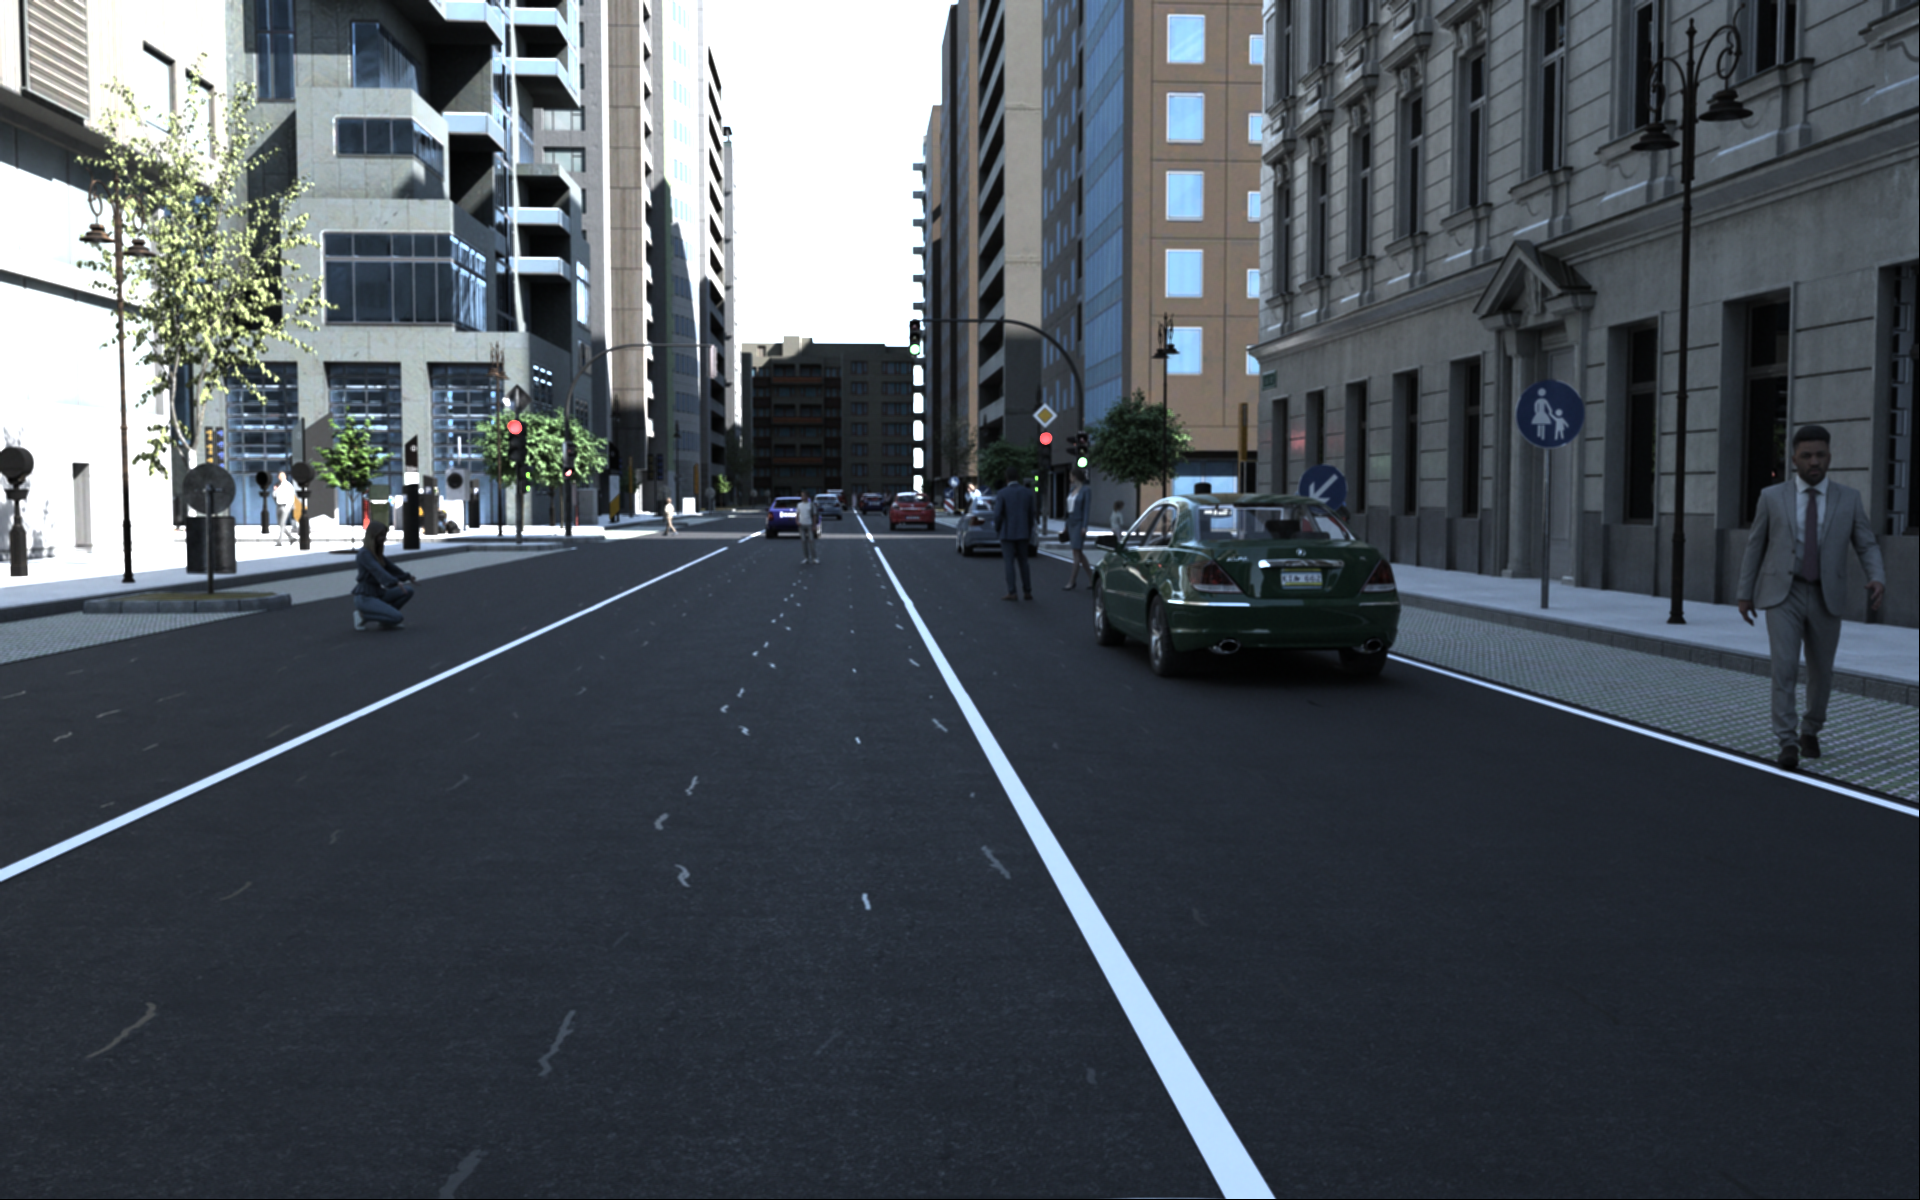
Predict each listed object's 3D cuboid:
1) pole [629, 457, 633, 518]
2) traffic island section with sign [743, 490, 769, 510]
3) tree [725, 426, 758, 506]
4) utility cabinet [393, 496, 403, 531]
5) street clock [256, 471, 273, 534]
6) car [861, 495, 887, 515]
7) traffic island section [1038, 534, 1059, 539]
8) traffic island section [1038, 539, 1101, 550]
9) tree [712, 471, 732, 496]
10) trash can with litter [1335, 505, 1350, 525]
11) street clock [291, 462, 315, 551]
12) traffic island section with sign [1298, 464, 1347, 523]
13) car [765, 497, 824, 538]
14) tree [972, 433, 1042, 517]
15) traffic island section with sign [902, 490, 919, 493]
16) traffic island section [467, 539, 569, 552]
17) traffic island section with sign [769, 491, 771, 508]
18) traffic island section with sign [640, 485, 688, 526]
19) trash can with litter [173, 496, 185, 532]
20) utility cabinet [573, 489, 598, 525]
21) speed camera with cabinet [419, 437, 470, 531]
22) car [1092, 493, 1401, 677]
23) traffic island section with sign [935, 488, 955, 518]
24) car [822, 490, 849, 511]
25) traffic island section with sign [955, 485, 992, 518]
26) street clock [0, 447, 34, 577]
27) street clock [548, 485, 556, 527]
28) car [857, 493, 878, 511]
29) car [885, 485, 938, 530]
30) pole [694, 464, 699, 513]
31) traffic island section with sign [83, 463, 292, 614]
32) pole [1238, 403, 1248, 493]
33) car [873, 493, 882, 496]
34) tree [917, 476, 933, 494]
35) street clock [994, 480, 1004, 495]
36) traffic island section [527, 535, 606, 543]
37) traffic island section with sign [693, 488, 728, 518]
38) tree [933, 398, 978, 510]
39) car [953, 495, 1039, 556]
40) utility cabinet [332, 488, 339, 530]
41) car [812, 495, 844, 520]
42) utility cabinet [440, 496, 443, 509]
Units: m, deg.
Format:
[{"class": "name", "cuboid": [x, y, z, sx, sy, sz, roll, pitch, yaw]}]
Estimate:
[{"class": "pole", "cuboid": [-17.944, -6.151, 94.419, 0.158, 3.312, 0.155, 0, 3, 0]}, {"class": "traffic island section with sign", "cuboid": [-18.300, -8.902, 154.168, 1.989, 1.847, 2.006, 0, 4, -4]}, {"class": "tree", "cuboid": [-23.656, -14.312, 184.365, 4.737, 8.622, 4.395, 0, 3, 0]}, {"class": "utility cabinet", "cuboid": [-19.314, -3.029, 60.680, 1.020, 1.237, 0.306, -3, 4, -38]}, {"class": "street clock", "cuboid": [-22.081, -3.085, 55.004, 0.471, 2.002, 0.358, 1, 4, 19]}, {"class": "car", "cuboid": [-5.950, -6.621, 120.840, 1.945, 1.354, 3.894, 0, 4, -2]}, {"class": "traffic island section", "cuboid": [2.631, -1.905, 53.428, 2.009, 0.180, 2.903, 0, 4, -4]}, {"class": "traffic island section", "cuboid": [3.159, -1.418, 45.460, 2.009, 0.180, 2.903, 0, 4, -4]}, {"class": "tree", "cuboid": [-20.291, -9.323, 147.029, 1.663, 3.219, 1.824, 0, 3, 0]}, {"class": "trash can with litter", "cuboid": [6.034, -0.988, 27.546, 0.624, 1.170, 1.055, 0, 4, -6]}, {"class": "street clock", "cuboid": [-14.894, -2.125, 39.315, 0.471, 2.002, 0.358, 1, 4, 10]}, {"class": "traffic island section with sign", "cuboid": [4.621, -0.914, 23.571, 1.989, 1.847, 2.006, 0, 4, -4]}, {"class": "car", "cuboid": [-5.506, -2.743, 57.436, 1.945, 1.354, 3.894, 0, 4, -3]}, {"class": "tree", "cuboid": [2.225, -6.692, 93.125, 4.285, 4.588, 4.351, 0, 3, 0]}, {"class": "traffic island section with sign", "cuboid": [-4.114, -8.972, 155.323, 1.989, 1.847, 2.006, 0, 4, -4]}, {"class": "traffic island section", "cuboid": [-11.351, -1.359, 44.507, 2.009, 0.180, 2.903, 0, 4, -4]}, {"class": "traffic island section with sign", "cuboid": [-20.073, -10.547, 181.065, 1.989, 1.847, 2.006, 0, 4, -4]}, {"class": "traffic island section with sign", "cuboid": [-13.206, -4.208, 77.428, 1.989, 1.847, 2.006, 0, 4, -4]}, {"class": "trash can with litter", "cuboid": [-26.755, -2.923, 58.851, 1.678, 1.210, 2.233, -1, 4, -16]}, {"class": "utility cabinet", "cuboid": [-15.453, -3.834, 71.361, 1.173, 1.500, 0.318, 2, 4, 33]}, {"class": "speed camera with cabinet", "cuboid": [-17.983, -3.998, 59.702, 2.038, 3.252, 0.660, 0, 4, 4]}, {"class": "car", "cuboid": [2.327, -0.201, 15.087, 2.131, 1.459, 4.920, 0, 4, -5]}, {"class": "traffic island section with sign", "cuboid": [-0.831, -5.941, 105.759, 1.989, 1.847, 2.006, 0, 4, -4]}, {"class": "car", "cuboid": [-10.584, -8.469, 147.146, 2.281, 1.827, 5.304, 0, 4, -3]}, {"class": "traffic island section with sign", "cuboid": [0.943, -4.296, 78.862, 1.989, 1.847, 2.006, 0, 4, -4]}, {"class": "street clock", "cuboid": [-14.565, -1.357, 26.757, 0.471, 2.002, 0.358, 0, 4, 8]}, {"class": "street clock", "cuboid": [-15.983, -3.872, 67.870, 0.358, 2.002, 0.471, 0, 4, 4]}, {"class": "car", "cuboid": [-7.646, -8.448, 147.164, 2.155, 1.783, 4.494, 0, 4, -4]}, {"class": "car", "cuboid": [-1.941, -3.718, 69.828, 2.155, 1.783, 4.494, 0, 4, -3]}, {"class": "pole", "cuboid": [-19.071, -8.009, 124.791, 0.158, 3.312, 0.155, 0, 3, 0]}, {"class": "traffic island section with sign", "cuboid": [-9.513, -0.793, 21.588, 1.989, 1.847, 2.006, 0, 4, -4]}, {"class": "pole", "cuboid": [6.334, -2.752, 38.844, 0.158, 3.312, 0.155, 0, 3, 0]}, {"class": "car", "cuboid": [-8.580, -10.181, 176.048, 1.945, 1.707, 3.694, 0, 4, -2]}, {"class": "tree", "cuboid": [-3.692, -11.424, 181.380, 1.663, 3.219, 1.824, 0, 3, 0]}, {"class": "street clock", "cuboid": [1.967, -5.064, 87.371, 0.471, 2.002, 0.358, -3, 4, -38]}, {"class": "traffic island section", "cuboid": [-11.879, -1.847, 52.475, 2.009, 0.180, 2.903, 0, 4, -4]}, {"class": "traffic island section with sign", "cuboid": [-14.993, -5.853, 104.324, 1.989, 1.847, 2.006, 0, 4, -4]}, {"class": "tree", "cuboid": [-0.185, -11.147, 132.623, 4.360, 8.622, 3.978, 0, 3, 0]}, {"class": "car", "cuboid": [0.861, -1.785, 41.192, 2.014, 1.417, 4.499, 0, 4, -3]}, {"class": "utility cabinet", "cuboid": [-22.598, -3.213, 61.206, 1.173, 1.500, 0.318, -1, 4, -19]}, {"class": "car", "cuboid": [-7.550, -5.236, 97.603, 2.014, 1.417, 4.499, 0, 4, -5]}, {"class": "utility cabinet", "cuboid": [-20.379, -3.385, 66.508, 1.020, 1.237, 0.306, -3, 5, -45]}]
